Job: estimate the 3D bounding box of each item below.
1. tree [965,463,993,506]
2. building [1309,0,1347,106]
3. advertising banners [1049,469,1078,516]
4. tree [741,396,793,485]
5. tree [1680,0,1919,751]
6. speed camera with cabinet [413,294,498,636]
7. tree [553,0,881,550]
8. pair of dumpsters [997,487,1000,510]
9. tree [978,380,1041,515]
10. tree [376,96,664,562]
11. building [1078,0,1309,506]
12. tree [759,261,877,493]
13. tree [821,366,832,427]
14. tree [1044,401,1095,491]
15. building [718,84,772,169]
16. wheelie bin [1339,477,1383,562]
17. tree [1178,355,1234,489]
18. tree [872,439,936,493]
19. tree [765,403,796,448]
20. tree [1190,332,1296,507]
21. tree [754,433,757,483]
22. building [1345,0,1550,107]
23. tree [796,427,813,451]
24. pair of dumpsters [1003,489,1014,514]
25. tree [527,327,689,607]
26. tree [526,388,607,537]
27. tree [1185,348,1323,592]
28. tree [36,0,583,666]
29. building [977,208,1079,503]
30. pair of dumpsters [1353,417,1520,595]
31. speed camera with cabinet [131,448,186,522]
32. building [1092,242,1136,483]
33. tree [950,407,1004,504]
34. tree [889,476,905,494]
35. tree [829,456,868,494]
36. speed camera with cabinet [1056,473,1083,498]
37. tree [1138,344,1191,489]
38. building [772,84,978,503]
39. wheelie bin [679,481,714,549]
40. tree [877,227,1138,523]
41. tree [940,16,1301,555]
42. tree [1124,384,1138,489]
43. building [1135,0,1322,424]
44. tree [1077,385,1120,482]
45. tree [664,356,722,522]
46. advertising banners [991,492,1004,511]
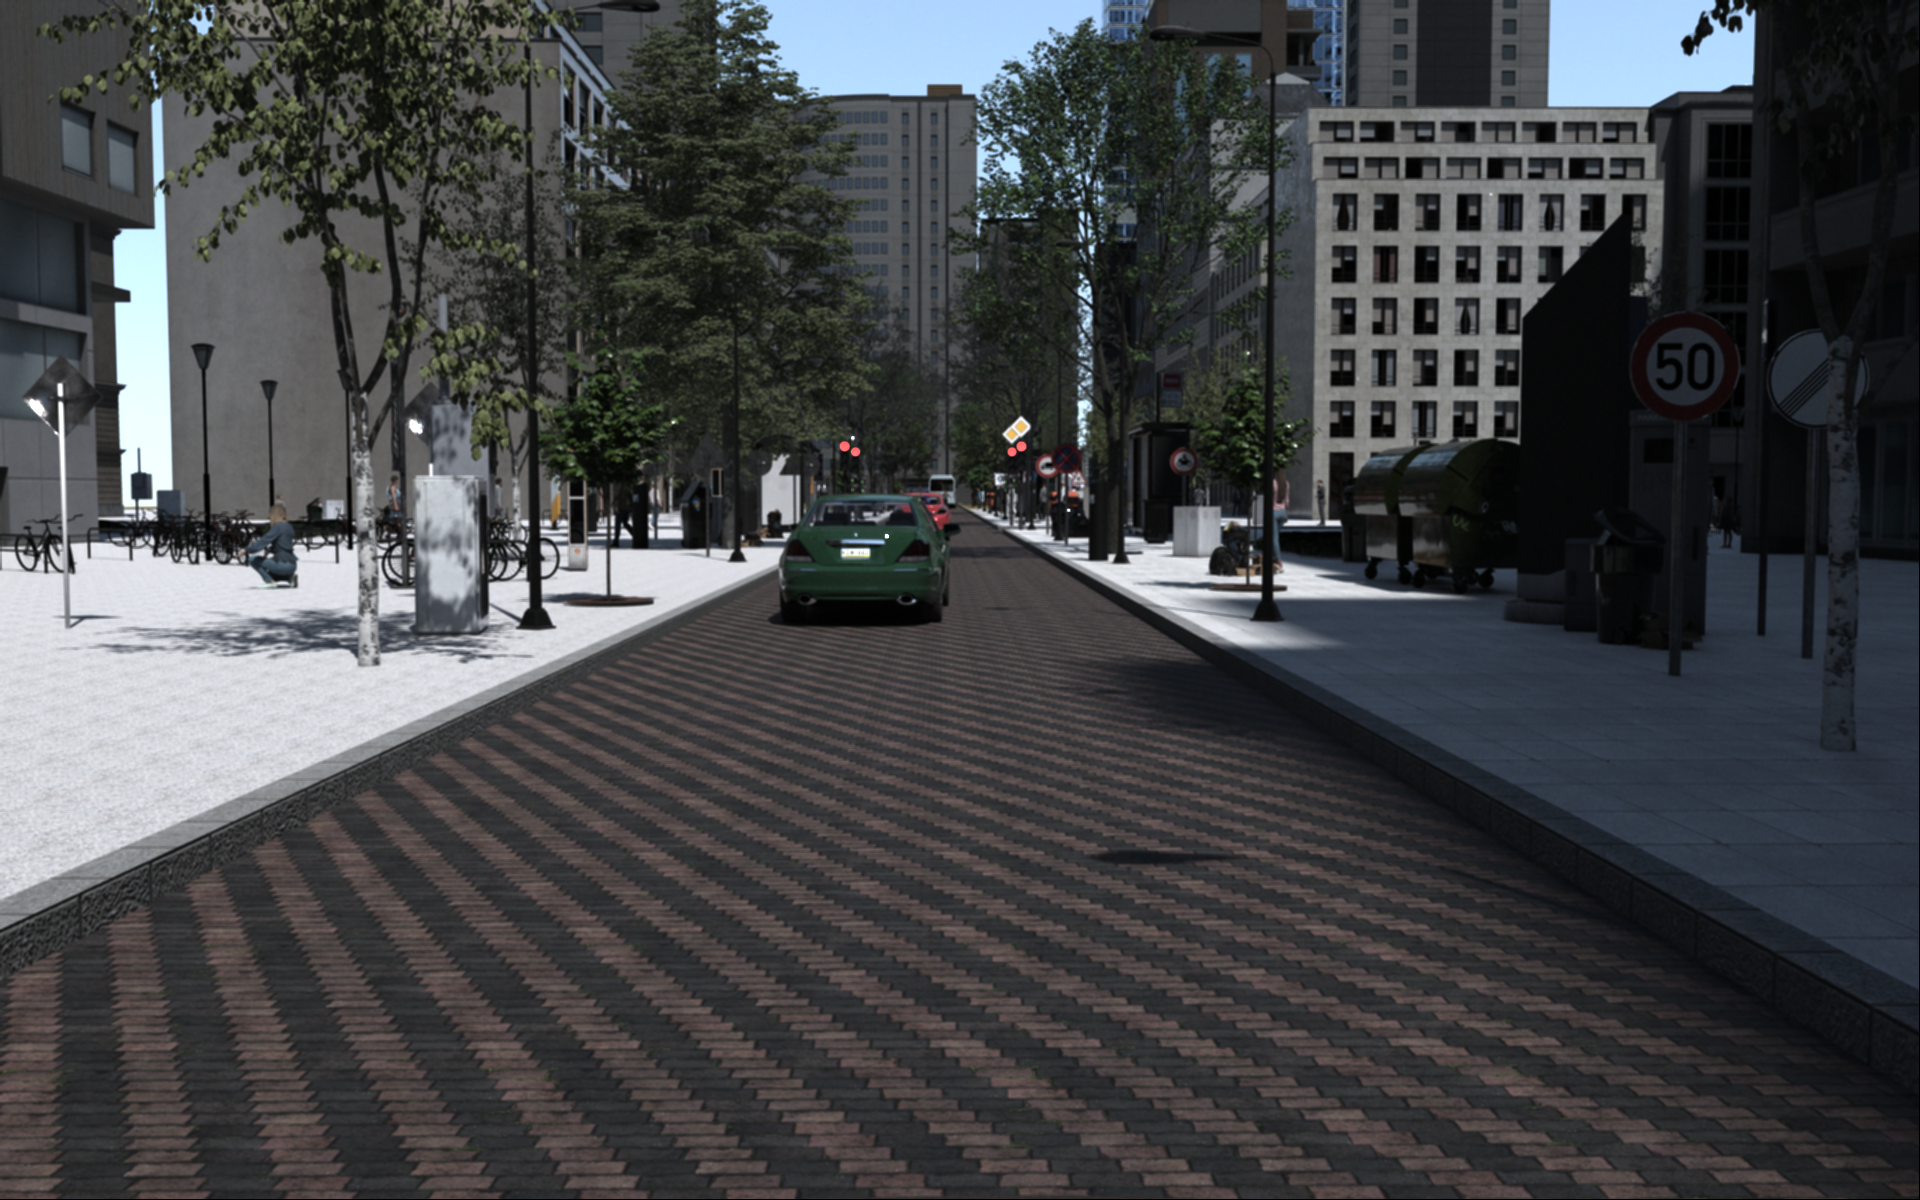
[{"bbox_3d":[2.139,-12.428,186.909,4.285,4.588,4.351,0,3,0],"label":"tree"},{"bbox_3d":[26.892,-52.785,175.714,22.319,86.520,31.000,0,4,-1],"label":"building"},{"bbox_3d":[5.873,-6.348,99.971,2.074,3.025,0.090,1,4,20],"label":"advertising banners"},{"bbox_3d":[-13.743,-10.232,117.656,4.360,8.622,3.978,0,3,0],"label":"tree"},{"bbox_3d":[4.355,-3.539,8.217,4.360,8.622,3.978,0,3,0],"label":"tree"},{"bbox_3d":[-4.814,-1.361,16.592,0.660,3.252,2.038,-1,4,-10],"label":"speed camera with cabinet"},{"bbox_3d":[-5.779,-7.449,39.921,7.486,12.596,7.792,0,3,0],"label":"tree"},{"bbox_3d":[3.661,-8.095,134.848,1.574,2.255,4.437,0,4,-1],"label":"pair of dumpsters"},{"bbox_3d":[2.899,-9.486,105.462,4.737,8.622,4.395,0,3,0],"label":"tree"},{"bbox_3d":[-8.413,-5.006,32.215,4.360,8.622,3.978,0,3,0],"label":"tree"},{"bbox_3d":[32.484,-57.504,252.856,31.000,86.520,22.319,0,4,-1],"label":"building"},{"bbox_3d":[-5.594,-11.087,91.643,12.009,13.543,11.850,0,3,0],"label":"tree"},{"bbox_3d":[-6.390,-12.039,122.598,9.928,11.665,9.643,0,3,0],"label":"tree"},{"bbox_3d":[8.329,-11.195,133.407,4.360,8.622,3.978,0,3,0],"label":"tree"},{"bbox_3d":[-39.948,-43.429,252.063,28.212,58.520,21.231,0,4,-1],"label":"building"},{"bbox_3d":[7.602,-1.515,32.677,0.693,1.594,0.980,-3,5,-45],"label":"wheelie bin"},{"bbox_3d":[13.097,-8.577,90.601,4.360,8.622,3.978,0,3,0],"label":"tree"},{"bbox_3d":[-7.511,-17.604,222.240,8.767,10.594,7.601,-2,4,-29],"label":"tree"},{"bbox_3d":[-14.608,-10.580,123.344,4.737,8.622,4.395,0,3,0],"label":"tree"},{"bbox_3d":[13.047,-7.796,77.831,4.737,8.622,4.395,0,3,0],"label":"tree"},{"bbox_3d":[-14.947,-9.202,100.816,4.737,8.622,4.395,0,3,0],"label":"tree"},{"bbox_3d":[52.821,-46.370,196.396,20.611,71.187,20.563,0,4,-1],"label":"building"},{"bbox_3d":[-14.069,-11.749,142.459,4.737,8.622,4.395,0,3,0],"label":"tree"},{"bbox_3d":[3.794,-6.681,111.728,1.574,2.255,4.437,0,4,-1],"label":"pair of dumpsters"},{"bbox_3d":[-4.158,-1.567,20.224,1.663,3.219,1.824,0,3,0],"label":"tree"},{"bbox_3d":[-11.483,-4.233,52.915,4.285,4.588,4.351,0,3,0],"label":"tree"},{"bbox_3d":[3.747,-1.748,23.175,1.663,3.219,1.824,0,3,0],"label":"tree"},{"bbox_3d":[-4.438,-3.799,12.470,4.737,8.622,4.395,0,3,0],"label":"tree"},{"bbox_3d":[9.669,-34.585,249.054,14.086,41.232,14.154,0,4,-1],"label":"building"},{"bbox_3d":[6.749,-1.316,24.017,1.574,2.255,4.437,0,4,-1],"label":"pair of dumpsters"},{"bbox_3d":[-34.181,-4.862,73.830,2.038,3.252,0.660,0,4,-2],"label":"speed camera with cabinet"},{"bbox_3d":[22.150,-26.195,199.983,14.160,30.474,14.107,0,4,-1],"label":"building"},{"bbox_3d":[2.383,-18.450,219.785,7.486,12.596,7.792,0,3,0],"label":"tree"},{"bbox_3d":[-6.959,-11.831,188.040,1.663,3.219,1.824,0,3,0],"label":"tree"},{"bbox_3d":[-5.019,-4.986,76.129,1.663,3.219,1.824,0,3,0],"label":"tree"},{"bbox_3d":[5.861,-5.677,87.152,2.038,3.252,0.660,2,4,26],"label":"speed camera with cabinet"},{"bbox_3d":[11.604,-8.087,82.585,4.737,8.622,4.395,0,3,0],"label":"tree"},{"bbox_3d":[-11.737,-43.443,252.287,28.212,58.520,21.231,0,4,-1],"label":"building"},{"bbox_3d":[-6.220,-2.020,40.942,0.693,1.594,0.980,-2,4,-29],"label":"wheelie bin"},{"bbox_3d":[3.004,-10.218,77.429,12.009,13.543,11.850,0,3,0],"label":"tree"},{"bbox_3d":[3.404,-6.800,36.939,9.928,11.665,9.643,0,3,0],"label":"tree"},{"bbox_3d":[12.764,-9.248,101.566,4.737,8.622,4.395,0,3,0],"label":"tree"},{"bbox_3d":[23.396,-30.838,154.307,14.600,45.320,14.200,0,4,-1],"label":"building"},{"bbox_3d":[11.209,-10.422,120.764,4.737,8.622,4.395,0,3,0],"label":"tree"},{"bbox_3d":[-13.322,-7.838,78.515,4.360,8.622,3.978,0,3,0],"label":"tree"},{"bbox_3d":[3.303,-8.257,131.181,2.074,3.025,0.090,-1,4,-9],"label":"advertising banners"}]
